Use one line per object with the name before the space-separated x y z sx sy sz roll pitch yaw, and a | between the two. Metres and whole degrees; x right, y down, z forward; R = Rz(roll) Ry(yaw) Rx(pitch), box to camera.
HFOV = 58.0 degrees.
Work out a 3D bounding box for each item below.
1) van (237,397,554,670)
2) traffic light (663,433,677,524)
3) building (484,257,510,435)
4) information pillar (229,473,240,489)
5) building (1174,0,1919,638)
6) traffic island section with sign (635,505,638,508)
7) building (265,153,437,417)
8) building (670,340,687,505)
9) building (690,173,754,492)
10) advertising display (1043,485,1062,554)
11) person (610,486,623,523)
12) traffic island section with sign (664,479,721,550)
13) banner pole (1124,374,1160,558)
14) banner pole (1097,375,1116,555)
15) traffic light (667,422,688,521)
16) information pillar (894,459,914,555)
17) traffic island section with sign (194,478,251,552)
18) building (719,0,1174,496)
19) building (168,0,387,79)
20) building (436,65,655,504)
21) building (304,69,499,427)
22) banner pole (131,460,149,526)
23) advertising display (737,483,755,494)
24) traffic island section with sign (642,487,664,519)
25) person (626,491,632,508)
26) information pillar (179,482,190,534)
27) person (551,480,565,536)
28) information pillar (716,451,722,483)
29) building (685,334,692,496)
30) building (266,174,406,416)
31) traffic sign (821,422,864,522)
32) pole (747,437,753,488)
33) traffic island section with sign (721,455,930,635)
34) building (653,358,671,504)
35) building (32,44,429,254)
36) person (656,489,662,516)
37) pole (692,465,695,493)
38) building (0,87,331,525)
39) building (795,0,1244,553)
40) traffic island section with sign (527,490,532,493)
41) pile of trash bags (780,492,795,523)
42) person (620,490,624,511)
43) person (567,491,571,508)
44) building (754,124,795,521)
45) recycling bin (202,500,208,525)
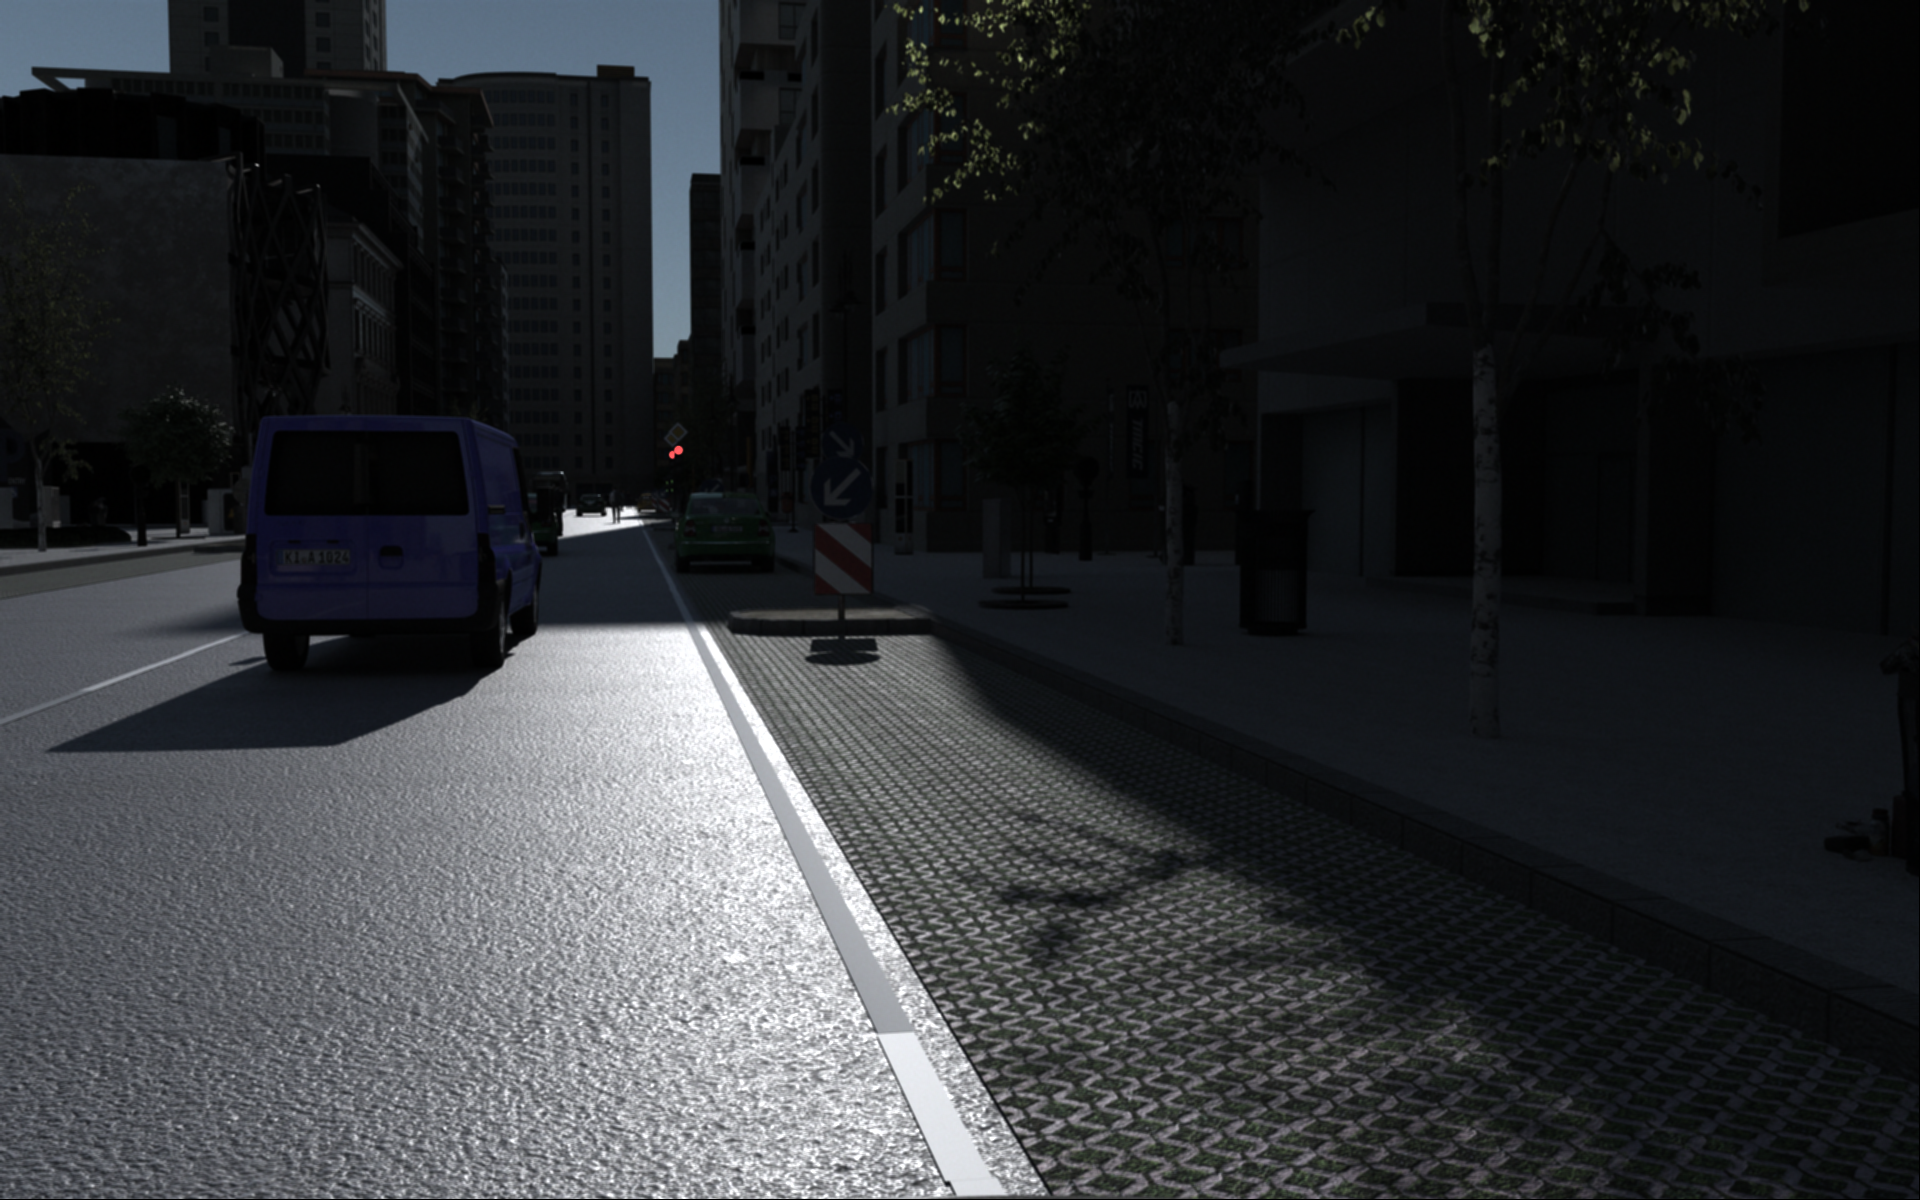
van | -4.978 -0.701 15.849 2.240 2.365 5.245 -1 4 -9
traffic light | -12.484 -5.279 75.232 0.839 4.253 0.868 -1 4 -11
building | -62.108 -26.832 210.402 14.107 30.474 14.160 -1 4 -11
information pillar | -24.908 -3.367 59.536 0.304 2.012 0.304 -2 4 -32
building | 18.208 -26.215 17.847 28.713 52.752 27.495 -1 4 -11
traffic island section with sign | -31.749 -10.192 175.268 1.989 1.847 2.006 -1 4 -11
building | -43.953 -17.837 121.319 12.332 23.373 15.834 -1 4 -11
building | -20.572 -22.397 211.226 27.650 21.520 28.899 -1 4 -11
building | -17.791 -23.730 159.686 14.160 30.474 14.107 -1 4 -11
advertising display | 1.987 -1.959 37.236 0.123 1.923 0.974 -1 4 -14
person | -16.948 -4.701 85.468 0.679 1.850 0.850 -1 4 -20
traffic island section with sign | -6.598 -2.231 45.109 1.989 1.847 2.006 -1 4 -11
banner pole | 3.735 -2.748 34.940 0.863 3.779 0.401 -1 4 -8
banner pole | 3.130 -2.826 36.221 0.401 3.779 0.863 0 4 -7
traffic light | -10.969 -4.799 67.391 0.839 4.253 0.868 -1 4 -11
information pillar | -1.188 -1.968 36.676 0.304 2.012 0.304 2 4 29
traffic island section with sign | -17.887 -2.121 43.302 1.989 1.847 2.006 -1 4 -11
building | -2.936 -32.702 123.916 28.713 52.752 27.495 -1 4 -11
building | -78.510 -46.746 202.549 20.611 71.187 20.563 -1 4 -11
building | -56.956 -42.678 239.780 28.212 58.520 21.231 -1 4 -11
building | -60.570 -32.243 181.797 22.147 44.769 28.867 -1 4 -11
banner pole | -33.520 -4.939 70.776 0.401 3.779 0.863 2 4 27
advertising display | -12.105 -5.672 97.945 0.974 1.923 0.123 0 4 1
traffic island section with sign | -17.191 -5.581 99.884 1.989 1.847 2.006 -1 4 -11
person | -32.856 -9.983 172.166 0.568 1.767 0.683 2 4 27
information pillar | -25.204 -3.161 56.172 0.304 2.012 0.304 -3 5 -43
person | -13.764 -3.130 59.044 0.474 1.900 0.648 0 4 -2
information pillar | -12.921 -6.217 93.007 0.183 3.616 0.504 -3 4 -38
building | -14.083 -20.642 182.531 27.650 21.520 28.899 -1 4 -11
building | -39.982 -14.663 104.364 10.561 19.102 19.286 -1 4 -11
traffic sign | -2.094 -1.877 30.787 0.768 2.556 0.104 -1 4 -9
pole | -7.493 -4.153 61.746 0.158 3.312 0.155 0 3 0
traffic island section with sign | -1.455 -0.601 18.455 1.989 1.847 2.006 -1 4 -11
building | -29.305 -24.720 249.208 28.899 21.520 27.650 -1 4 -11
building | -61.323 -28.309 154.725 32.217 40.220 23.993 -1 4 -11
person | -18.595 -6.018 107.468 0.480 1.755 0.524 0 4 3
pole | -18.347 -7.680 119.404 0.158 3.312 0.155 0 3 0
building | -38.457 -13.024 80.393 16.820 18.784 16.811 -1 4 -11
building | 10.111 -12.783 54.036 27.650 21.520 28.899 -1 4 -11
traffic island section with sign | -42.962 -10.061 173.119 1.989 1.847 2.006 -1 4 -11
pile of trash bags | -8.968 -4.038 75.769 3.447 1.369 1.912 0 4 -6
person | -28.090 -8.265 143.974 0.444 1.785 0.601 1 4 17
person | -41.134 -10.549 181.801 0.721 1.723 1.217 -2 4 -35
building | 4.264 -15.283 94.914 28.899 21.520 27.650 -1 4 -11
recycling bin | -31.241 -3.659 72.385 0.722 1.027 0.722 -2 4 -32
